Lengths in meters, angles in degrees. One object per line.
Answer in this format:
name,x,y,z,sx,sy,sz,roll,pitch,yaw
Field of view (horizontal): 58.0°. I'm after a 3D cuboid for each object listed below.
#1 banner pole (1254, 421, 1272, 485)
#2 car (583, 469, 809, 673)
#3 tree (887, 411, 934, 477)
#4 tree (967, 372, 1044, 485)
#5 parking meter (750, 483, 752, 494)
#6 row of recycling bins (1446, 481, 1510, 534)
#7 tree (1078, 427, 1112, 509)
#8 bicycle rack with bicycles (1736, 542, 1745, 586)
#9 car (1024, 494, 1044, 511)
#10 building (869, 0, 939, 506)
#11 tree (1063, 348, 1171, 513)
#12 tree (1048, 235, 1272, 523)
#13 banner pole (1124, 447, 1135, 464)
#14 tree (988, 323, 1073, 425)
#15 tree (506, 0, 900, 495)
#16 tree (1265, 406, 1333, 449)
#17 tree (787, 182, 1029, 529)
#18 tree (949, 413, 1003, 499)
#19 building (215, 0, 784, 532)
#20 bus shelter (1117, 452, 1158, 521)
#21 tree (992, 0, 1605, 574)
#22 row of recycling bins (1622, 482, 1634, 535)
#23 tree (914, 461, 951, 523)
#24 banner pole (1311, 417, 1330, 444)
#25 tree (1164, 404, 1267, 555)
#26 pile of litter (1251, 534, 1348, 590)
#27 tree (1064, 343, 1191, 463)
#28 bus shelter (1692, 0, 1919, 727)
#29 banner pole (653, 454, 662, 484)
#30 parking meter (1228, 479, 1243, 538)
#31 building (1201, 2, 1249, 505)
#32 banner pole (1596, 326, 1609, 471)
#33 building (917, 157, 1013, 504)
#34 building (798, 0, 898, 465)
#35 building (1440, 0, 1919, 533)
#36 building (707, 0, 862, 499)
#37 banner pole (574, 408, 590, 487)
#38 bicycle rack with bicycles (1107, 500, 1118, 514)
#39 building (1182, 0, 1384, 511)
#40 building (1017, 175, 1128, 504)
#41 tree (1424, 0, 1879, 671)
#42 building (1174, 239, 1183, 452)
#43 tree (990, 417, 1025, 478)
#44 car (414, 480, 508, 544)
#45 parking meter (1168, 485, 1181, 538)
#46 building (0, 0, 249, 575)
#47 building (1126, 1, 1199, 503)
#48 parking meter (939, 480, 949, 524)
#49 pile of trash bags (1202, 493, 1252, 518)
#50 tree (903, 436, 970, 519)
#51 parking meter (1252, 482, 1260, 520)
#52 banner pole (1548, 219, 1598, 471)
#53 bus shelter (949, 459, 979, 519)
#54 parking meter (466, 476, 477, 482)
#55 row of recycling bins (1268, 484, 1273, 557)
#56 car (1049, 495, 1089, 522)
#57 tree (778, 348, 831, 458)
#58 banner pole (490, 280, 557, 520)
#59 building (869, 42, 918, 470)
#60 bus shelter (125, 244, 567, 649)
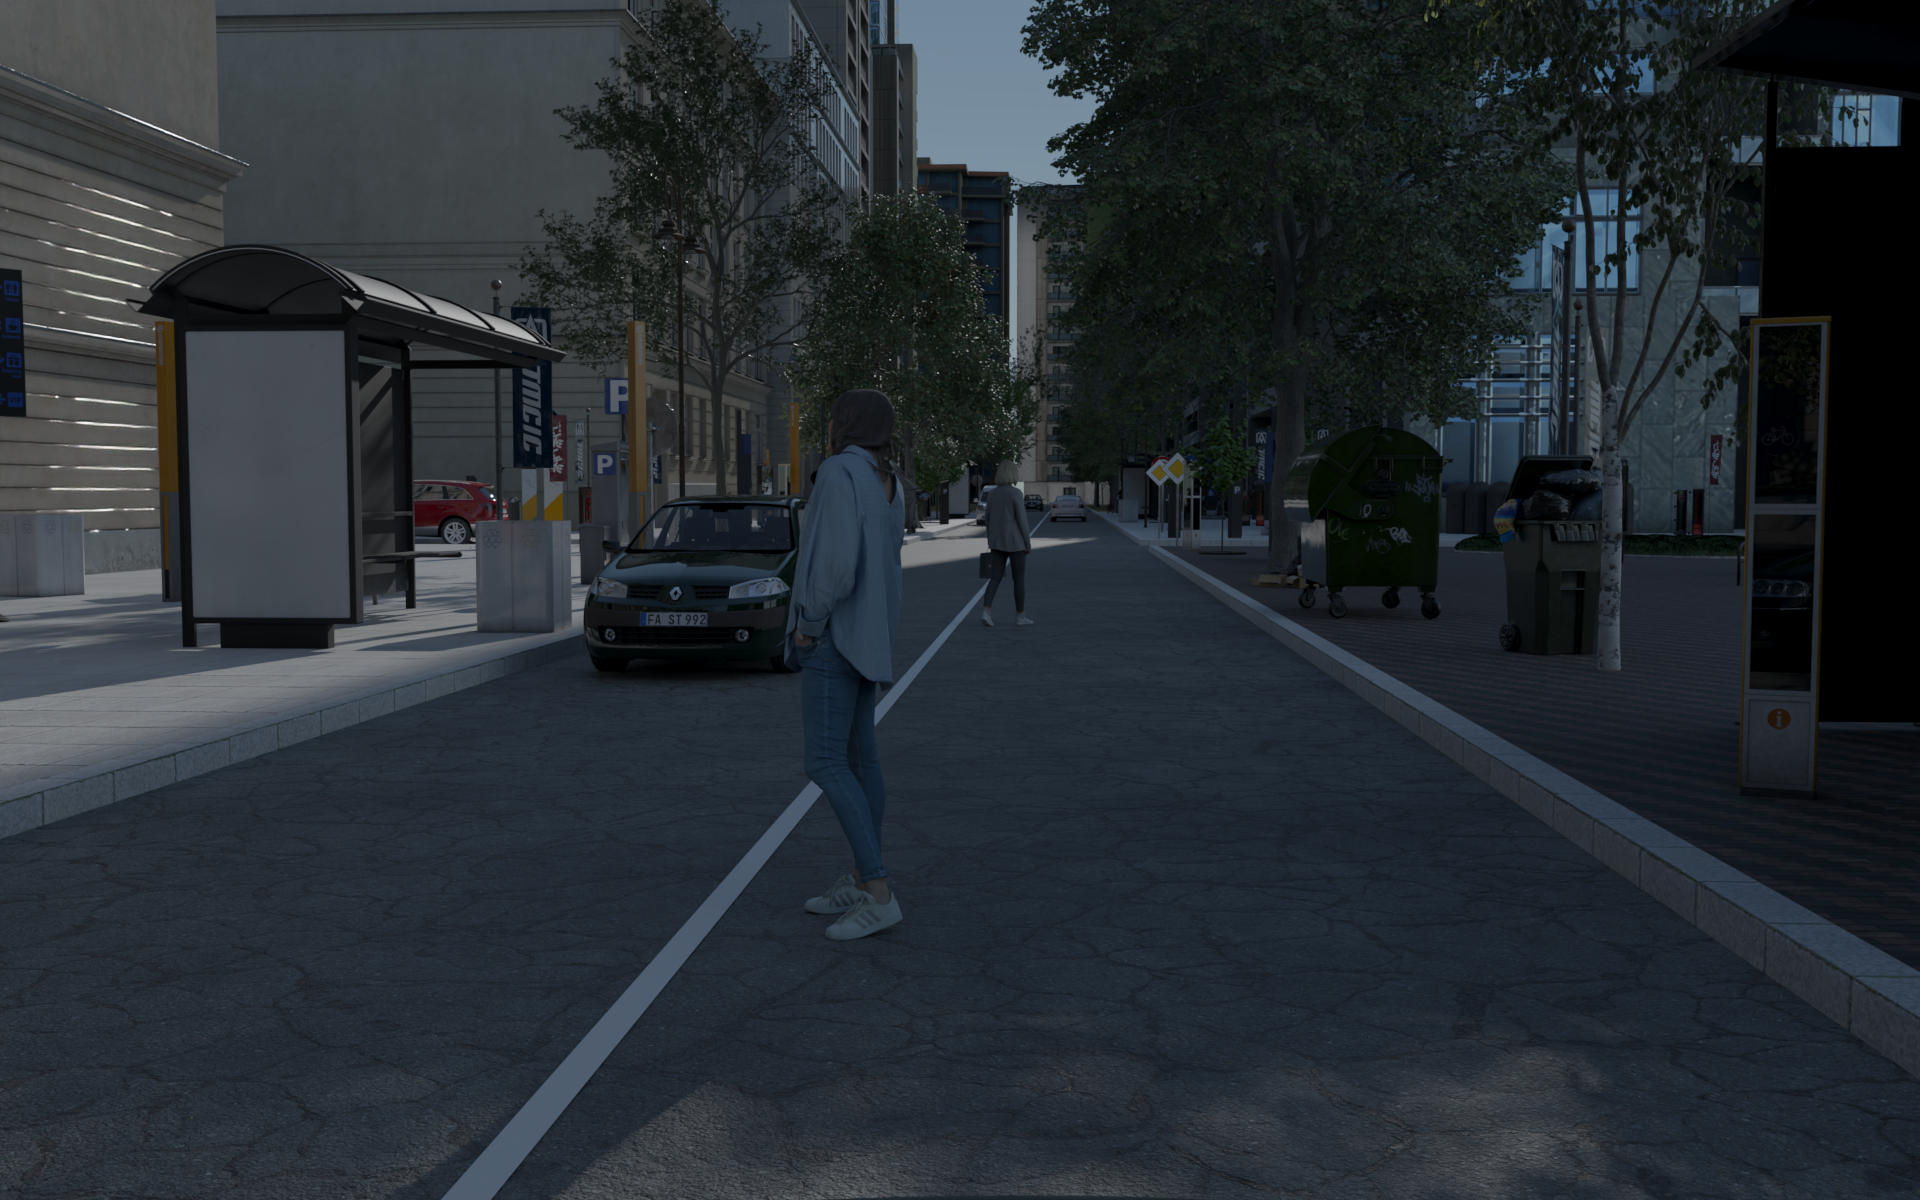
banner pole,10.334,-4.188,58.492,0.863,3.779,0.401,1,4,22
car,-2.003,-0.331,15.197,2.009,1.686,4.222,0,4,5
tree,-3.381,-9.475,105.282,4.737,8.622,4.395,0,3,0
tree,2.688,-12.860,136.015,9.928,11.665,9.643,0,3,0
parking meter,-8.951,-4.114,72.977,0.255,1.863,0.399,2,4,25
row of recycling bins,16.850,-2.920,54.855,1.069,1.692,3.534,-2,4,-33
tree,12.384,-12.317,151.746,4.360,8.622,3.978,0,3,0
bicycle rack with bicycles,12.320,-0.647,23.962,2.925,0.926,2.852,-2,4,-34
car,6.048,-8.229,144.338,2.009,1.686,4.222,0,4,4
building,-18.530,-53.129,181.337,31.000,86.520,22.319,0,4,3
tree,12.610,-13.398,137.185,7.486,12.596,7.792,0,3,0
tree,9.170,-10.175,76.728,12.009,13.543,11.850,0,3,0
banner pole,8.982,-6.246,92.133,0.863,3.779,0.401,3,5,39
tree,6.688,-20.513,191.270,12.611,20.169,13.585,0,3,0
tree,-4.715,-5.964,31.921,7.601,10.594,8.767,-2,4,-26
tree,12.394,-4.801,62.212,4.285,4.588,4.351,0,3,0
tree,-1.963,-8.994,64.066,9.611,12.733,9.660,0,3,0
tree,1.240,-10.443,121.105,4.360,8.622,3.978,0,3,0
building,-17.780,-14.664,73.045,16.112,22.955,30.059,0,4,3
bus shelter,8.935,-5.647,86.257,2.014,3.302,5.546,0,4,3
tree,5.419,-7.402,27.674,9.857,13.997,8.962,0,3,0
row of recycling bins,18.526,-2.657,50.561,3.534,1.692,1.069,-3,5,-42
tree,-1.444,-4.997,76.306,1.663,3.219,1.824,0,3,0
banner pole,11.570,-4.033,55.949,0.863,3.779,0.401,3,4,36
tree,5.493,-2.594,37.020,1.663,3.219,1.824,0,3,0
pile of litter,4.682,-0.609,23.922,1.176,0.858,1.719,0,4,-8
tree,10.594,-11.121,107.583,9.928,11.665,9.643,0,3,0
bus shelter,4.629,-0.923,6.367,1.731,3.624,6.357,0,4,4
banner pole,-9.386,-3.804,52.208,0.863,3.779,0.401,0,4,-7
parking meter,8.026,-2.736,50.450,0.399,1.863,0.255,-1,4,-17
building,31.316,-29.738,140.839,22.147,44.769,28.867,0,4,3
banner pole,8.185,-1.994,22.612,0.863,3.779,0.401,-2,4,-33
building,-7.655,-35.075,228.104,28.867,44.769,22.147,0,4,3
building,-15.519,-42.615,135.009,20.563,71.187,20.611,0,4,3
building,30.922,-45.996,64.703,31.000,86.520,22.319,0,4,3
building,-13.065,-19.877,102.483,11.434,29.767,29.804,0,4,3
banner pole,-11.004,-3.709,50.652,0.863,3.779,0.401,3,5,40
bicycle rack with bicycles,10.795,-6.005,111.557,2.852,0.926,2.925,0,4,-5
building,32.898,-33.160,165.861,21.300,48.544,21.600,0,4,3
building,14.292,-32.951,222.338,14.086,41.232,14.154,0,4,3
tree,4.830,-3.780,12.172,4.360,8.622,3.978,0,3,0
building,29.822,-25.245,184.452,14.160,30.474,14.107,0,4,3
tree,4.409,-13.009,163.053,4.737,8.622,4.395,0,3,0
car,-15.057,-2.381,47.601,5.304,1.827,2.281,0,4,2
parking meter,6.271,-2.585,50.674,0.372,1.533,0.369,0,3,0
building,-30.774,-12.756,27.648,34.723,24.649,14.460,0,4,3
building,31.806,-48.035,223.622,20.611,71.187,20.563,0,4,3
parking meter,-0.683,-4.129,73.219,0.399,1.863,0.255,-1,4,-21
pile of trash bags,14.587,-5.117,93.422,1.912,1.369,3.447,-2,4,-32
tree,-1.192,-6.389,88.171,4.285,4.588,4.351,0,3,0
parking meter,14.790,-4.945,86.568,0.255,1.863,0.399,-1,4,-20
banner pole,5.412,-1.568,15.655,0.401,3.779,0.863,2,4,32
bus shelter,-0.122,-6.046,92.783,2.014,3.302,5.546,0,4,4
parking meter,-15.476,-3.009,54.904,0.255,1.863,0.399,-2,4,-28
row of recycling bins,6.737,-1.549,32.447,1.069,1.692,3.534,-1,4,-10
car,5.690,-4.784,90.584,2.083,1.381,4.827,0,4,4
tree,-5.608,-7.640,75.272,4.360,8.622,3.978,0,3,0
banner pole,-5.191,-1.857,20.382,0.863,3.779,0.401,-1,4,-16
building,-11.298,-28.716,153.104,14.154,41.232,14.086,0,4,3
bus shelter,-5.599,-1.401,16.835,2.014,3.302,5.546,0,4,4
